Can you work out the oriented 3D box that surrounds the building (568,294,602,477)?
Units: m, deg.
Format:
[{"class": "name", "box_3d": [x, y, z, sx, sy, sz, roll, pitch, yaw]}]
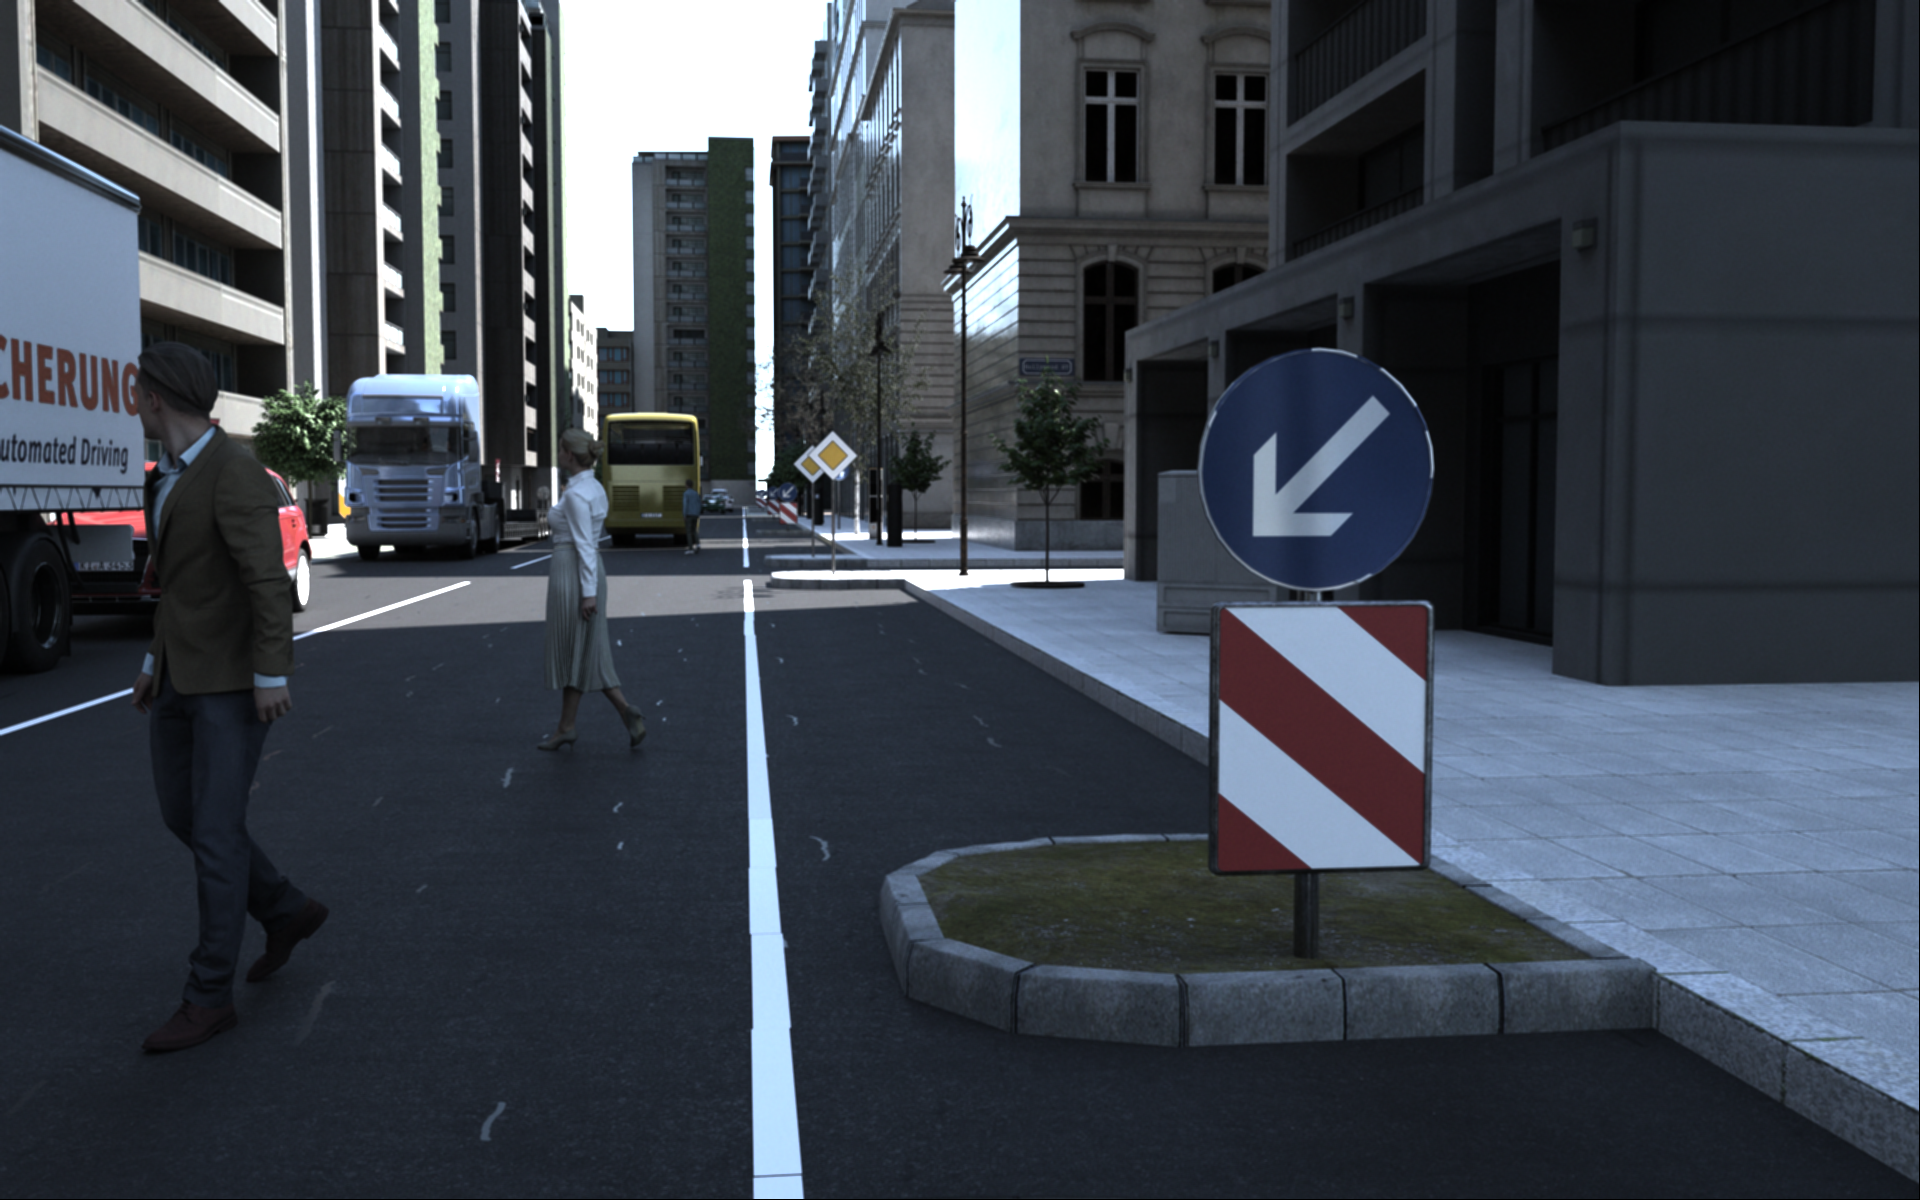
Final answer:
[{"class": "building", "box_3d": [-50.760, -19.683, 166.857, 28.899, 21.520, 27.650, 0, 4, -7]}]

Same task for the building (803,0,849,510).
[{"class": "building", "box_3d": [-0.892, -50.440, 137.370, 22.319, 86.520, 31.000, 0, 4, -7]}]

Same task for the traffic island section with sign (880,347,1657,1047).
[{"class": "traffic island section with sign", "box_3d": [0.771, 0.194, 5.464, 1.989, 1.847, 2.006, 0, 4, -7]}]

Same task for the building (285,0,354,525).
[{"class": "building", "box_3d": [-31.113, -23.970, 75.506, 14.154, 41.232, 14.086, 0, 4, -7]}]

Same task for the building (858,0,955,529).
[{"class": "building", "box_3d": [1.322, -13.606, 71.603, 9.793, 20.994, 18.267, 0, 4, -7]}]

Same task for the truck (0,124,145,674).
[{"class": "truck", "box_3d": [-8.068, -1.316, 10.433, 2.839, 4.237, 11.283, 0, 4, -7]}]

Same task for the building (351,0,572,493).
[{"class": "building", "box_3d": [-38.917, -27.773, 137.680, 14.154, 41.232, 14.086, 0, 4, -7]}]

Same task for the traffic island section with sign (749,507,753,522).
[{"class": "traffic island section with sign", "box_3d": [-9.584, -4.852, 87.966, 1.989, 1.847, 2.006, 0, 4, -7]}]

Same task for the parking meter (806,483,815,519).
[{"class": "parking meter", "box_3d": [-7.706, -5.119, 89.400, 0.399, 1.863, 0.255, -3, 5, -42]}]

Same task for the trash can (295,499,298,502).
[{"class": "trash can", "box_3d": [-17.791, -2.075, 45.585, 0.748, 1.137, 0.748, 0, 3, 0]}]

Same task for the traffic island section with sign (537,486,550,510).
[{"class": "traffic island section with sign", "box_3d": [-20.742, -4.757, 86.406, 1.989, 1.847, 2.006, 0, 4, -7]}]

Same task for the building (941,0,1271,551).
[{"class": "building", "box_3d": [17.395, -13.841, 45.393, 34.723, 24.649, 14.460, 0, 4, -7]}]

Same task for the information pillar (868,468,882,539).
[{"class": "information pillar", "box_3d": [-2.414, -2.755, 49.541, 0.304, 2.012, 0.304, 1, 4, 22]}]

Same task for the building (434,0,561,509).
[{"class": "building", "box_3d": [-30.805, -19.988, 98.508, 14.160, 30.474, 14.107, 0, 4, -7]}]

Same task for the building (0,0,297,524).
[{"class": "building", "box_3d": [-30.744, -25.642, 42.949, 21.300, 48.544, 21.600, 0, 4, -7]}]

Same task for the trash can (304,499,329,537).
[{"class": "trash can", "box_3d": [-19.352, -2.476, 52.137, 0.748, 1.137, 0.748, 0, 3, 0]}]

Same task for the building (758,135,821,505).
[{"class": "building", "box_3d": [-9.739, -33.752, 206.470, 28.867, 44.769, 22.147, 0, 4, -7]}]

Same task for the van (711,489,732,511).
[{"class": "van", "box_3d": [-20.797, -8.749, 150.052, 2.013, 2.044, 4.112, 0, 4, -6]}]

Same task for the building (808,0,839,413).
[{"class": "building", "box_3d": [-3.396, -33.642, 169.650, 23.786, 49.044, 30.456, 0, 4, -7]}]

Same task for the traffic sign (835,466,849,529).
[{"class": "traffic sign", "box_3d": [-4.396, -3.839, 62.877, 0.768, 2.556, 0.104, 0, 4, -5]}]

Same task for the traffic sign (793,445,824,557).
[{"class": "traffic sign", "box_3d": [-2.997, -1.933, 35.248, 0.795, 2.450, 0.064, 0, 4, -7]}]

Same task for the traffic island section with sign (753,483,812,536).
[{"class": "traffic island section with sign", "box_3d": [-6.115, -3.163, 60.343, 1.989, 1.847, 2.006, 0, 4, -7]}]

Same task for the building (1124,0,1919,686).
[{"class": "building", "box_3d": [13.880, -35.283, 15.136, 20.563, 71.187, 20.611, 0, 4, -7]}]

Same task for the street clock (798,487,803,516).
[{"class": "street clock", "box_3d": [-9.525, -6.036, 103.254, 0.471, 2.002, 0.358, 0, 4, -1]}]

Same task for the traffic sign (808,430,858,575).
[{"class": "traffic sign", "box_3d": [-2.003, -1.448, 27.325, 0.795, 2.450, 0.064, 0, 4, -7]}]

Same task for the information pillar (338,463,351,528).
[{"class": "information pillar", "box_3d": [-23.411, -4.557, 65.866, 0.183, 3.616, 0.504, 2, 4, 34]}]

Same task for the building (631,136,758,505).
[{"class": "building", "box_3d": [-30.640, -31.623, 200.633, 14.086, 41.232, 14.154, 0, 4, -7]}]

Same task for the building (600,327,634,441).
[{"class": "building", "box_3d": [-52.629, -21.946, 203.856, 28.899, 21.520, 27.650, 0, 4, -7]}]

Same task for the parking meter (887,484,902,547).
[{"class": "parking meter", "box_3d": [-1.591, -2.065, 42.179, 0.372, 1.533, 0.369, 0, 3, 0]}]

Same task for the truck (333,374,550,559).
[{"class": "truck", "box_3d": [-12.830, -3.372, 44.889, 2.967, 4.110, 18.799, 0, 4, -8]}]

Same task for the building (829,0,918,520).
[{"class": "building", "box_3d": [-0.898, -19.478, 95.964, 11.434, 29.767, 29.804, 0, 4, -7]}]
